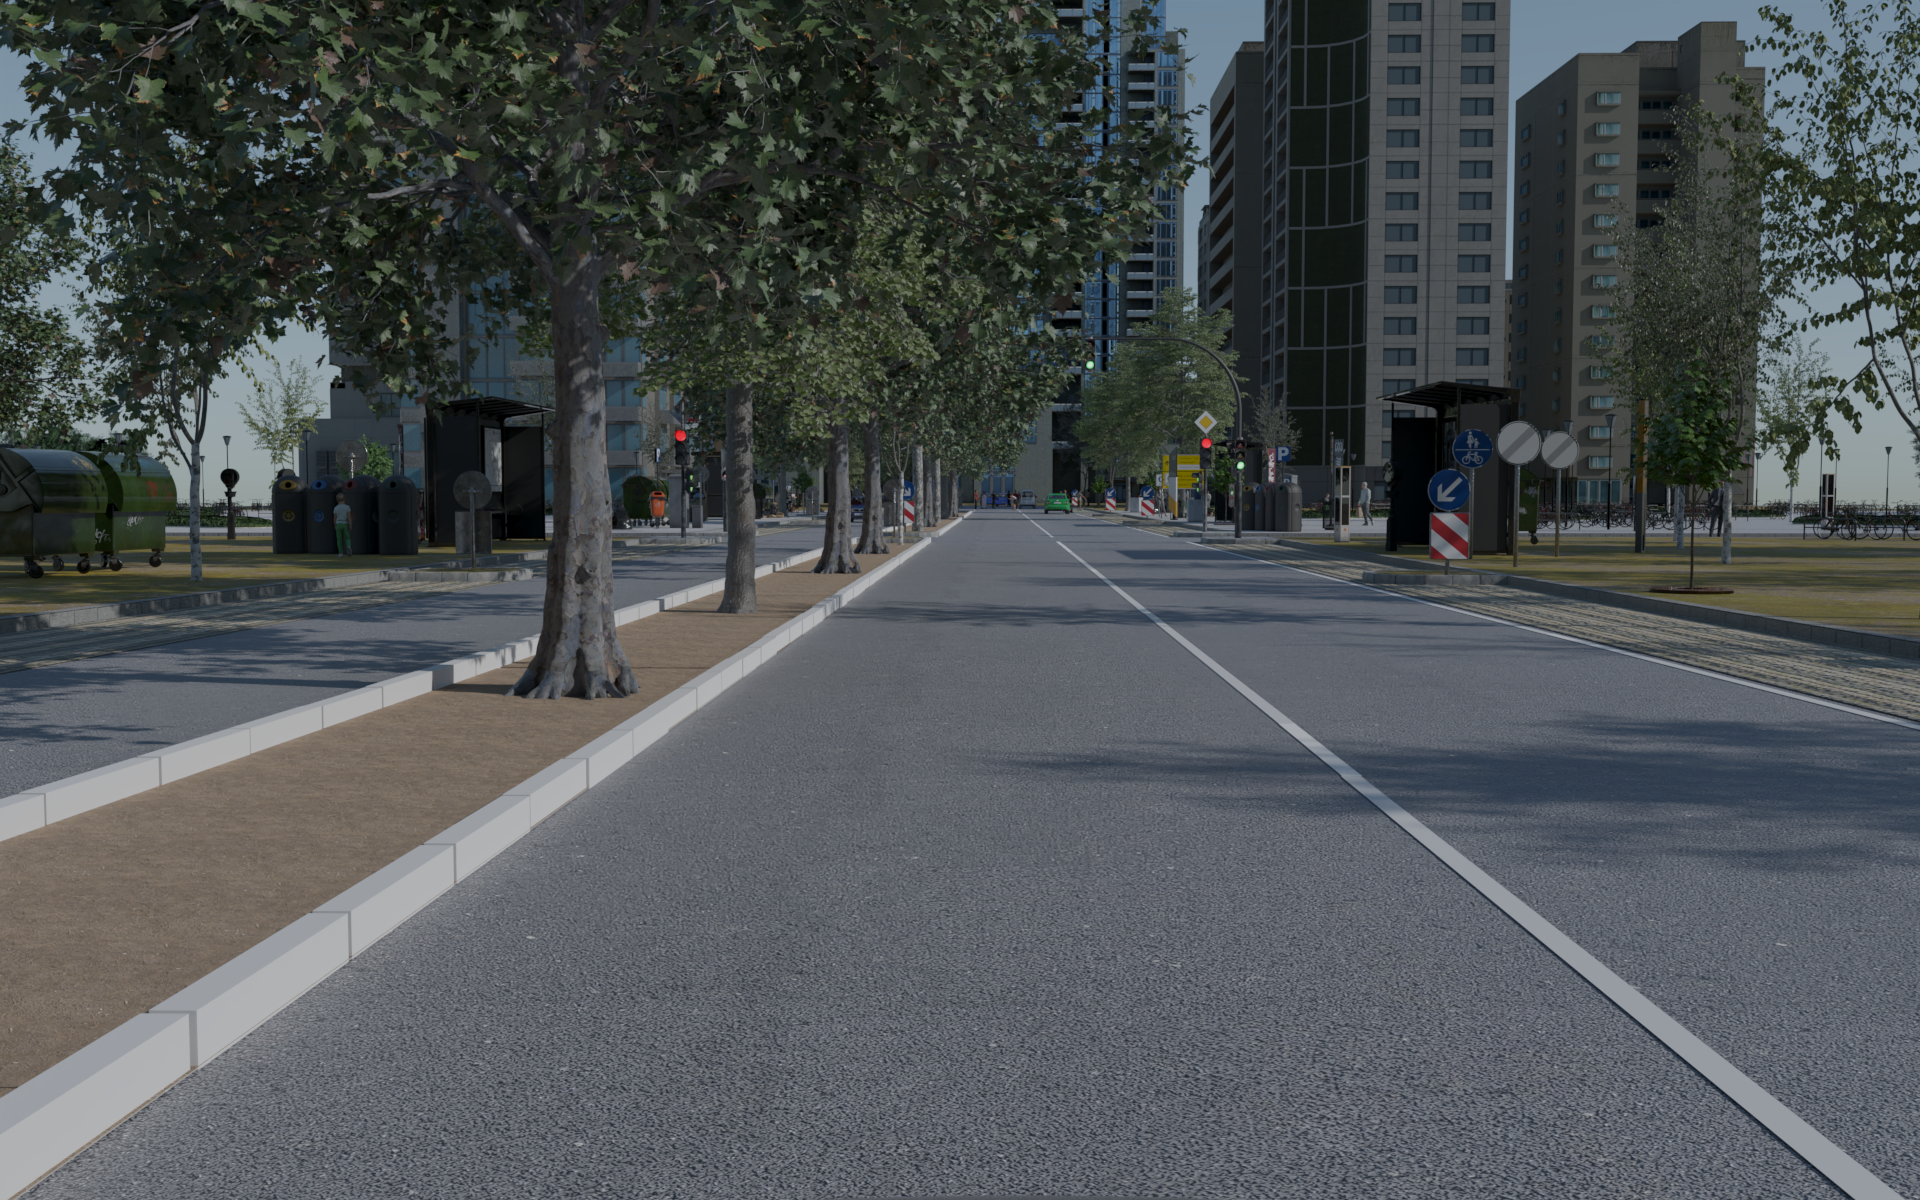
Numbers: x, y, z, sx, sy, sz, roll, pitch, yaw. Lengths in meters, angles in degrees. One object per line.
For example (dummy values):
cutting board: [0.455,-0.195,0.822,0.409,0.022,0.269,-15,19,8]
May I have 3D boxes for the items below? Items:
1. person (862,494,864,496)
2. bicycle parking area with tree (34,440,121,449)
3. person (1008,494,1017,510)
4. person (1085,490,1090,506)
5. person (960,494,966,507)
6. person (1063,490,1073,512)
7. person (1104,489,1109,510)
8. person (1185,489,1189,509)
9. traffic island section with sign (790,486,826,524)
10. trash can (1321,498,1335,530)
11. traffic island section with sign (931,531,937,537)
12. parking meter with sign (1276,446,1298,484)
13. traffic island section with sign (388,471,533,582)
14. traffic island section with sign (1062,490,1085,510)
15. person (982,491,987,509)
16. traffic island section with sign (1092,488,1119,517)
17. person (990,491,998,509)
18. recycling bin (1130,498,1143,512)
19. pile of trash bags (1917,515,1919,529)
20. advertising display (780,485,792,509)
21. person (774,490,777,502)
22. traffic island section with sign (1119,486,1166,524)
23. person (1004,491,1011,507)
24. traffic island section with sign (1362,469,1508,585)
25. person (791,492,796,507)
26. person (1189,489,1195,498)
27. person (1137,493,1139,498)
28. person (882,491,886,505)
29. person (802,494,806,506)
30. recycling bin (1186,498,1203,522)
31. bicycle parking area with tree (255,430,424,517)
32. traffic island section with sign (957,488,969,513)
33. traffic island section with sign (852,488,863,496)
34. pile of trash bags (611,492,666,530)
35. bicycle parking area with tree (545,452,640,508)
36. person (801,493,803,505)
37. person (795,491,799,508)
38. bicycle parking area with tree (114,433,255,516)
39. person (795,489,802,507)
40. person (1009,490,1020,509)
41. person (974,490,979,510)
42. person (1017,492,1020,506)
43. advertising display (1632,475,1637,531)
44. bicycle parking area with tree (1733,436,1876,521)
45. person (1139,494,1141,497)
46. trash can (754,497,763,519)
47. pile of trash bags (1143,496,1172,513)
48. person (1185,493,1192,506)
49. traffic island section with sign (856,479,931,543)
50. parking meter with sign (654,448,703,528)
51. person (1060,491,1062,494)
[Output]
person: [-8.767,-8.824,151.109,0.721,1.735,1.217,3,5,44]
bicycle parking area with tree: [-50.918,-6.948,100.607,8.231,4.147,9.016,1,4,19]
person: [4.704,-8.716,154.187,0.628,1.438,0.799,1,4,17]
person: [13.271,-10.615,180.314,0.721,1.736,1.217,2,4,28]
person: [0.084,-10.832,185.690,1.350,1.814,0.705,0,4,-8]
person: [8.259,-7.739,135.547,1.217,1.766,0.721,-1,4,-21]
person: [11.744,-8.074,138.966,0.541,1.710,0.530,-3,4,-36]
person: [20.113,-9.030,153.673,0.705,1.826,1.348,1,4,12]
traffic island section with sign: [-7.087,-4.576,83.444,1.989,1.847,2.006,0,4,1]
trash can: [13.186,-3.050,61.513,0.748,1.137,0.748,0,3,0]
traffic island section with sign: [-1.805,-3.068,58.302,2.006,1.907,1.989,0,4,1]
parking meter with sign: [12.196,-4.144,64.019,0.543,3.016,1.738,2,4,28]
traffic island section with sign: [-8.282,-1.248,29.032,1.989,1.847,2.006,0,4,1]
traffic island section with sign: [10.519,-9.267,160.151,1.989,1.847,2.006,0,4,1]
person: [2.325,-9.663,167.150,0.551,1.740,0.621,-3,5,-43]
traffic island section with sign: [9.433,-6.220,110.326,1.989,1.847,2.006,0,4,1]
person: [3.378,-9.942,171.576,0.721,1.766,1.217,3,5,43]
recycling bin: [12.486,-6.719,122.414,0.722,1.027,0.722,2,4,28]
pile of trash bags: [35.520,-3.146,61.183,3.447,1.369,1.912,-2,4,-29]
advertising display: [-12.551,-7.318,124.863,0.123,1.923,0.974,3,5,45]
person: [-21.901,-12.088,203.636,0.705,1.831,1.348,2,4,26]
traffic island section with sign: [8.842,-4.566,83.274,1.989,1.847,2.006,0,4,1]
person: [5.530,-11.427,195.290,1.348,1.831,0.705,2,4,28]
traffic island section with sign: [7.618,-1.189,28.070,1.989,1.847,2.006,0,4,1]
person: [-14.516,-8.613,150.052,0.628,1.438,0.799,0,4,1]
person: [23.253,-10.101,171.912,1.217,1.735,0.721,1,4,14]
person: [21.396,-12.196,208.701,0.557,1.426,1.065,2,4,29]
person: [-9.614,-12.578,214.147,0.705,1.824,1.348,3,5,39]
person: [-17.364,-11.416,192.781,0.705,1.812,1.348,3,5,44]
recycling bin: [10.776,-4.091,79.442,0.722,1.027,0.722,0,4,2]
bicycle parking area with tree: [-27.123,-5.647,79.329,8.231,4.147,9.016,-1,4,-14]
traffic island section with sign: [-0.165,-7.663,133.423,2.006,1.907,1.989,0,4,1]
traffic island section with sign: [-6.486,-6.224,110.392,1.989,1.847,2.006,0,4,1]
pile of trash bags: [-12.404,-3.251,62.909,3.447,1.369,1.912,-1,4,-20]
bicycle parking area with tree: [-24.462,-7.947,116.939,8.231,4.147,9.016,0,4,-3]
person: [-18.834,-12.112,204.997,0.530,1.710,0.541,-3,5,-42]
person: [-15.130,-9.450,160.571,0.705,1.821,1.348,0,4,-5]
bicycle parking area with tree: [-37.806,-5.892,83.337,8.231,4.147,9.016,-2,4,-35]
person: [-15.727,-9.895,168.554,0.721,1.736,1.217,-3,4,-36]
person: [5.226,-9.548,164.555,0.705,1.831,1.348,-3,5,-43]
person: [1.500,-9.157,158.161,0.705,1.831,1.348,1,4,9]
person: [6.964,-11.913,204.197,0.541,1.710,0.530,1,4,18]
advertising display: [23.250,-3.327,59.611,0.123,1.923,0.974,1,4,16]
bicycle parking area with tree: [39.316,-5.966,84.551,8.231,4.147,9.016,1,4,20]
person: [16.150,-8.833,151.144,1.217,1.739,0.721,-1,4,-11]
trash can: [-10.348,-4.675,88.089,0.748,1.137,0.748,0,3,0]
pile of trash bags: [13.371,-6.646,118.412,1.912,1.369,3.447,0,4,-7]
person: [25.208,-11.391,192.276,1.348,1.826,0.705,2,4,35]
traffic island section with sign: [-1.978,-2.615,50.897,2.006,1.907,1.989,0,4,1]
parking meter with sign: [-10.572,-4.218,65.222,1.738,3.016,0.543,0,4,5]
person: [8.740,-8.652,150.677,1.217,1.735,0.721,2,4,27]
